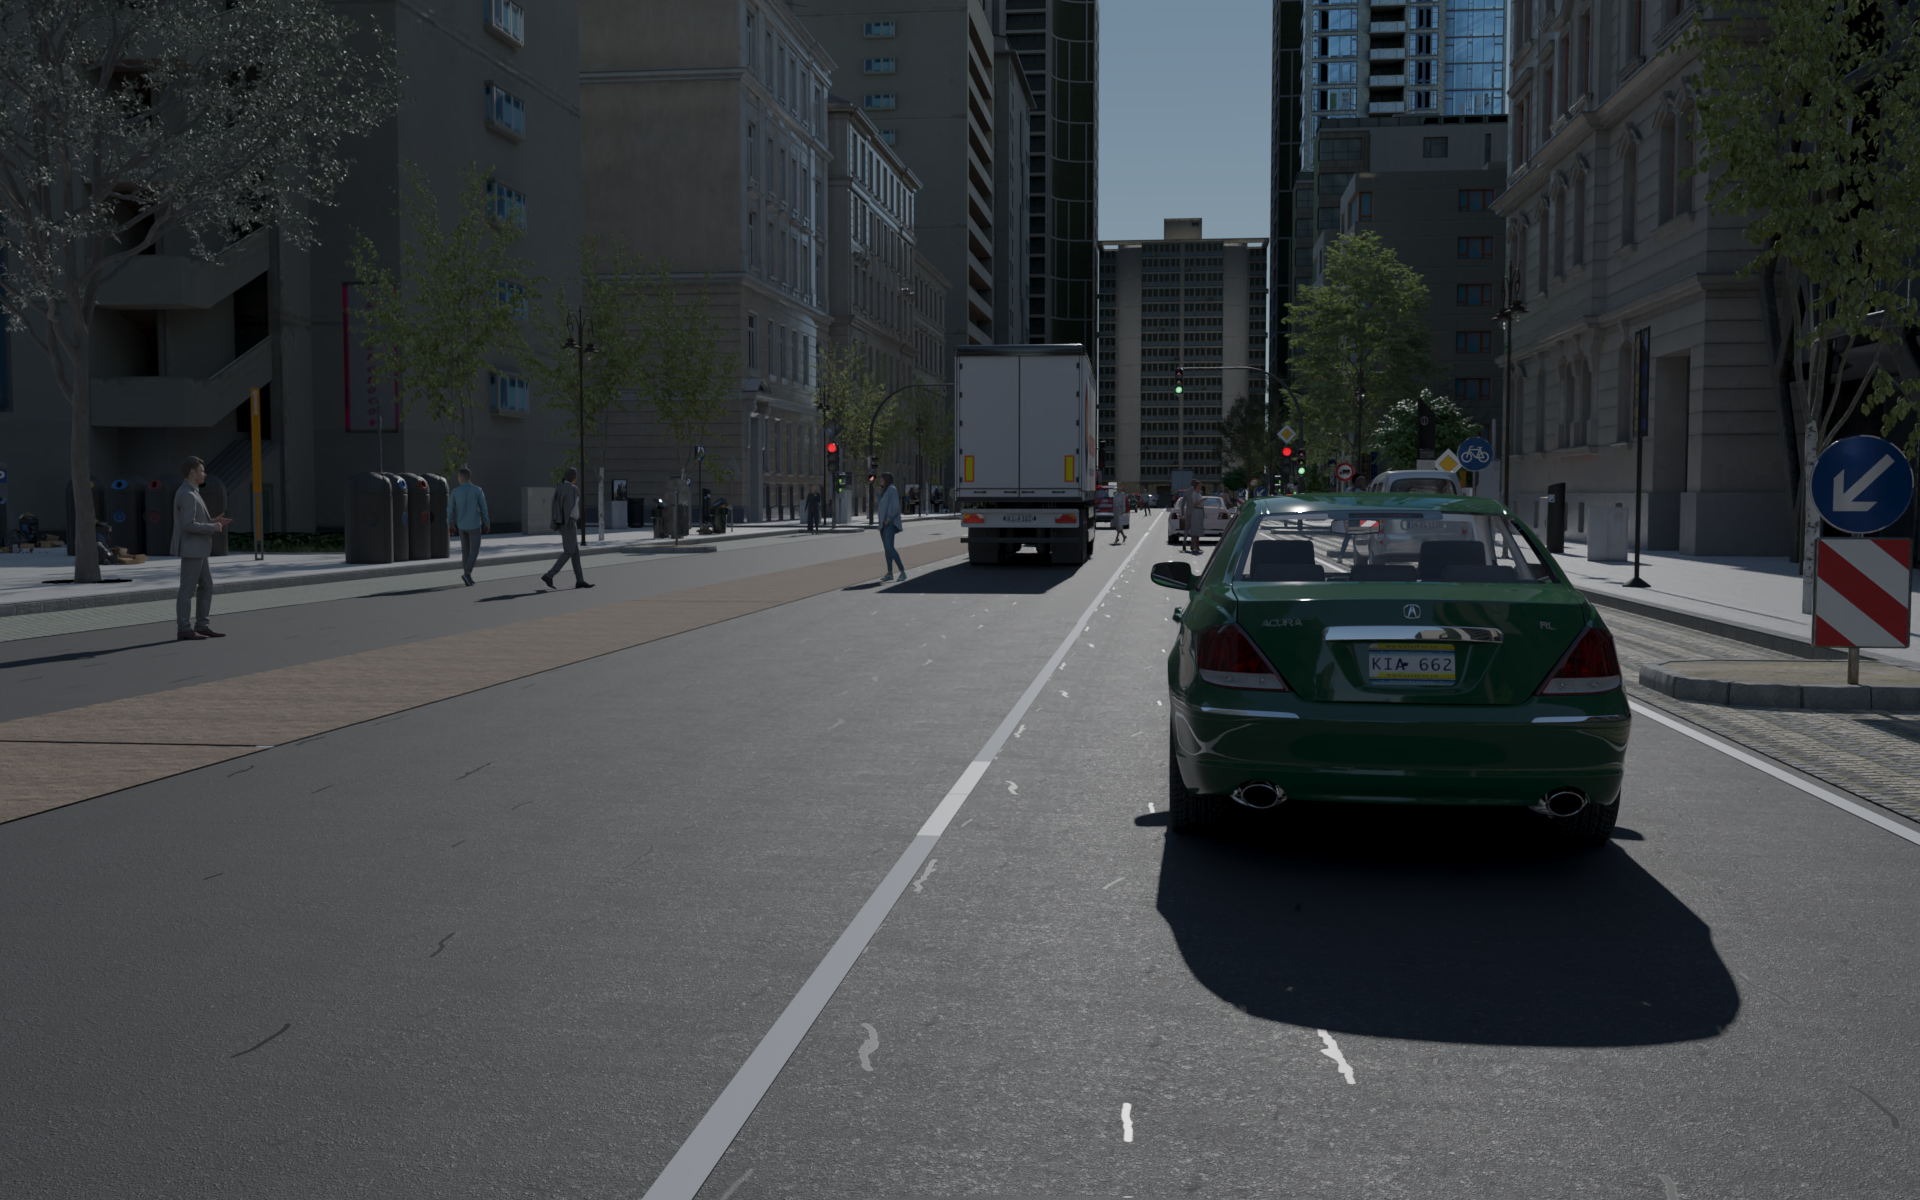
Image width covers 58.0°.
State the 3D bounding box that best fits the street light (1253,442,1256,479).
[{"bbox_3d":[24.425,-10.456,143.743,0.468,5.910,1.993,0,4,7],"label":"street light"}]

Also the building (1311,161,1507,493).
[{"bbox_3d":[36.713,-15.959,105.975,27.650,21.520,28.899,0,4,7],"label":"building"}]

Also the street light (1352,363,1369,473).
[{"bbox_3d":[14.131,-5.410,61.236,0.468,5.910,1.993,0,4,7],"label":"street light"}]

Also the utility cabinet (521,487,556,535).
[{"bbox_3d":[-13.211,-2.795,54.371,0.318,1.500,1.173,2,4,34],"label":"utility cabinet"}]

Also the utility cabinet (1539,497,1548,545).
[{"bbox_3d":[14.785,-1.975,43.455,0.306,1.237,1.020,0,4,6],"label":"utility cabinet"}]

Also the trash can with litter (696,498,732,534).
[{"bbox_3d":[-7.869,-2.686,55.297,1.055,1.170,0.624,-3,5,-41],"label":"trash can with litter"}]

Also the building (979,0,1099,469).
[{"bbox_3d":[8.605,-49.157,241.965,20.611,71.187,20.563,0,4,7],"label":"building"}]

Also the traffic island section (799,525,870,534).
[{"bbox_3d":[-4.686,-2.555,64.056,2.009,0.180,2.903,0,4,7],"label":"traffic island section"}]

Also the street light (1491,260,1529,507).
[{"bbox_3d":[10.900,-3.771,34.449,0.468,5.910,1.993,0,4,7],"label":"street light"}]

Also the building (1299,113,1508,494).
[{"bbox_3d":[34.573,-22.259,135.642,14.160,30.474,14.107,0,4,7],"label":"building"}]

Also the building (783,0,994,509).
[{"bbox_3d":[-8.636,-32.704,158.410,21.300,48.544,21.600,0,4,7],"label":"building"}]

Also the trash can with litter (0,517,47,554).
[{"bbox_3d":[-20.918,-1.653,38.086,1.678,1.210,2.233,-1,4,-21],"label":"trash can with litter"}]

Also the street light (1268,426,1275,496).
[{"bbox_3d":[21.077,-8.845,117.408,0.468,5.910,1.993,0,4,7],"label":"street light"}]

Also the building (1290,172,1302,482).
[{"bbox_3d":[36.997,-23.561,156.920,14.160,30.474,14.107,0,4,7],"label":"building"}]

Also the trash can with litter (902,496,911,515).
[{"bbox_3d":[-3.268,-5.859,107.182,0.624,1.170,1.055,-1,4,-10],"label":"trash can with litter"}]

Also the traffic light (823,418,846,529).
[{"bbox_3d":[-4.647,-4.587,63.916,0.839,4.253,0.868,0,4,7],"label":"traffic light"}]

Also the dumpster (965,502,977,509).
[{"bbox_3d":[0.537,-7.357,122.779,1.502,2.255,1.985,0,4,7],"label":"dumpster"}]

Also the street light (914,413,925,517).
[{"bbox_3d":[-2.291,-7.692,98.559,0.468,5.910,1.993,0,4,7],"label":"street light"}]

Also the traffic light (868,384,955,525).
[{"bbox_3d":[-1.573,-5.930,71.617,4.771,5.953,1.251,0,4,7],"label":"traffic light"}]

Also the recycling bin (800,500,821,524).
[{"bbox_3d":[-6.503,-3.843,75.384,0.722,1.027,0.722,1,4,21],"label":"recycling bin"}]

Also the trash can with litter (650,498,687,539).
[{"bbox_3d":[-8.371,-2.355,49.892,1.055,1.170,0.624,1,4,18],"label":"trash can with litter"}]

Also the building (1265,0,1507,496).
[{"bbox_3d":[58.105,-56.474,236.027,31.000,86.520,22.319,0,4,7],"label":"building"}]

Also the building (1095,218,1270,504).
[{"bbox_3d":[31.551,-33.934,246.704,23.993,40.220,32.217,0,4,7],"label":"building"}]

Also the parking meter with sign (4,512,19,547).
[{"bbox_3d":[-23.703,-2.821,42.392,1.738,3.016,0.543,2,4,31],"label":"parking meter with sign"}]

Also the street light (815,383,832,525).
[{"bbox_3d":[-5.653,-6.088,72.334,0.468,5.910,1.993,0,4,7],"label":"street light"}]

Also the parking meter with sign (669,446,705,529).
[{"bbox_3d":[-10.172,-4.087,63.086,1.738,3.016,0.543,2,4,24],"label":"parking meter with sign"}]

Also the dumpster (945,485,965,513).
[{"bbox_3d":[-0.331,-6.764,116.355,1.264,1.857,1.865,0,4,7],"label":"dumpster"}]

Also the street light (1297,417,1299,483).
[{"bbox_3d":[17.865,-7.240,91.164,0.468,5.910,1.993,0,4,7],"label":"street light"}]

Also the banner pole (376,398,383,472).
[{"bbox_3d":[-15.251,-3.400,45.613,0.401,3.779,0.863,-1,4,-13],"label":"banner pole"}]

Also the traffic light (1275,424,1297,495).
[{"bbox_3d":[13.124,-4.945,69.774,0.839,4.253,0.868,0,4,7],"label":"traffic light"}]

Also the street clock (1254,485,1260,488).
[{"bbox_3d":[24.270,-8.371,141.438,0.358,2.002,0.471,-3,4,-38],"label":"street clock"}]

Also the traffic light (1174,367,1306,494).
[{"bbox_3d":[10.050,-5.339,61.967,4.771,5.953,1.251,0,4,7],"label":"traffic light"}]

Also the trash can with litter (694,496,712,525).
[{"bbox_3d":[-10.811,-3.814,73.421,1.678,1.210,2.233,0,4,-8],"label":"trash can with litter"}]

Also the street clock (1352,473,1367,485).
[{"bbox_3d":[13.686,-3.355,59.424,0.358,2.002,0.471,-3,4,-39],"label":"street clock"}]

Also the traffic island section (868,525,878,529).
[{"bbox_3d":[-3.699,-3.040,71.980,2.009,0.180,2.903,0,4,7],"label":"traffic island section"}]

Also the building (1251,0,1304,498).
[{"bbox_3d":[45.119,-46.807,203.547,20.563,71.187,20.611,0,4,7],"label":"building"}]

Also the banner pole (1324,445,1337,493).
[{"bbox_3d":[18.242,-5.844,85.565,0.863,3.779,0.401,3,5,40],"label":"banner pole"}]

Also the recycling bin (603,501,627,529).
[{"bbox_3d":[-12.648,-3.099,63.223,0.722,1.027,0.722,3,4,38],"label":"recycling bin"}]

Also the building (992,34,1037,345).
[{"bbox_3d":[-5.777,-37.773,206.820,27.495,52.752,28.713,0,4,7],"label":"building"}]

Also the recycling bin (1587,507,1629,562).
[{"bbox_3d":[12.415,-1.263,33.204,0.722,1.027,0.722,1,4,20],"label":"recycling bin"}]

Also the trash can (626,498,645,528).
[{"bbox_3d":[-12.205,-3.275,65.192,0.748,1.137,0.748,0,3,0],"label":"trash can"}]

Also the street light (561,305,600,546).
[{"bbox_3d":[-9.300,-4.269,42.593,0.468,5.910,1.993,0,4,7],"label":"street light"}]
